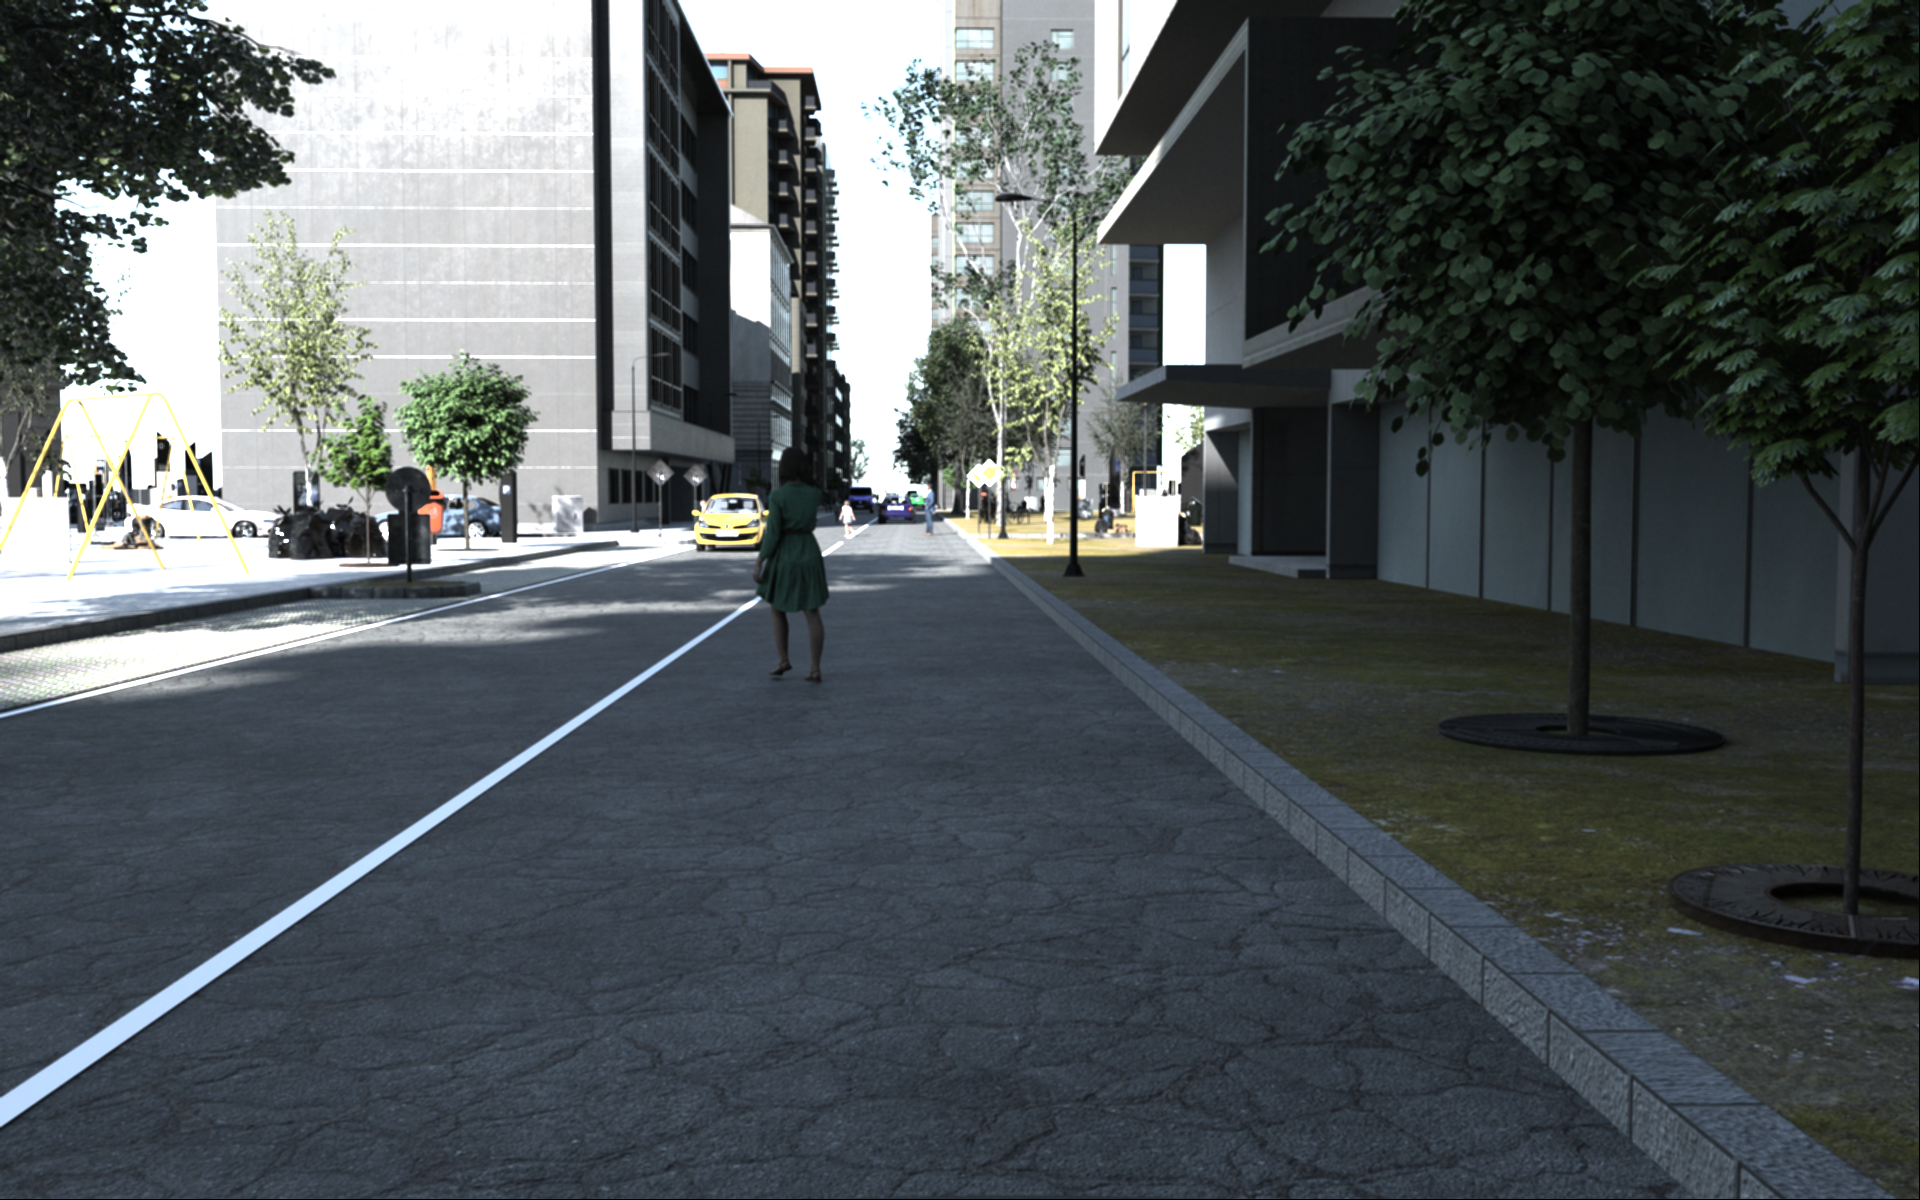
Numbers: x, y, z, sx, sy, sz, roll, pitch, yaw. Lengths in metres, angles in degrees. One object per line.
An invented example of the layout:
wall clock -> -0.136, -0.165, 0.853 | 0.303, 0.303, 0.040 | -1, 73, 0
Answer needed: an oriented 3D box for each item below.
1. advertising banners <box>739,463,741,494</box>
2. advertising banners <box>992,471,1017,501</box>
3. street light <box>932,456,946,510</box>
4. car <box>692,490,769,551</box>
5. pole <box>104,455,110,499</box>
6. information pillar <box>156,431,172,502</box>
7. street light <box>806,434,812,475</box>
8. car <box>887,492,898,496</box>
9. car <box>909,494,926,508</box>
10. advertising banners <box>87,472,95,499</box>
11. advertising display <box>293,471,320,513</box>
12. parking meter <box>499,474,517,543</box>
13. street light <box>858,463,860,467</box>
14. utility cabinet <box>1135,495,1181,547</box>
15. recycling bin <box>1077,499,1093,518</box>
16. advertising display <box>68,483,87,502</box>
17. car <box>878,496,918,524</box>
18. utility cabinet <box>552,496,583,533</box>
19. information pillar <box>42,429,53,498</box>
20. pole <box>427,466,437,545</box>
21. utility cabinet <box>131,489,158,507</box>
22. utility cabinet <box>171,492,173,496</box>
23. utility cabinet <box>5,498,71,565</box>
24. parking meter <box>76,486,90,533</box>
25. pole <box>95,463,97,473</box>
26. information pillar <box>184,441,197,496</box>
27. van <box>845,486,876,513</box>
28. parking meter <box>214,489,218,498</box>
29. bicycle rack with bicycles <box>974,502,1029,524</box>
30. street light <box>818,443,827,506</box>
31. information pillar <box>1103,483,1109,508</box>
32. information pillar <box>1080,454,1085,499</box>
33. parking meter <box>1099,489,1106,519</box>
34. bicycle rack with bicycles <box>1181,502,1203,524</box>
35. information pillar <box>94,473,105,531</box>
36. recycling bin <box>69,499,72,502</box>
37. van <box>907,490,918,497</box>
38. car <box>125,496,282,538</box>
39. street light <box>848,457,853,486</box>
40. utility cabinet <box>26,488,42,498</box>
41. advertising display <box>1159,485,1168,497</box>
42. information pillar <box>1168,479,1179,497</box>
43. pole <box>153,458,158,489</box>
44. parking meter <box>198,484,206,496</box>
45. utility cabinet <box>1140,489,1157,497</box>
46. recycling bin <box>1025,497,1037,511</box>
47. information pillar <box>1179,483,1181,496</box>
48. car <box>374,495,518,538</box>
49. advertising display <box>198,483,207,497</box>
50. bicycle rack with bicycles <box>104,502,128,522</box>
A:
advertising banners -> -11.046, -5.544, 86.826 | 0.090, 3.025, 2.074 | 0, 4, -8
advertising banners -> 3.382, -8.254, 131.142 | 2.074, 3.025, 0.090 | 2, 4, 26
street light -> -1.811, -10.287, 140.733 | 1.470, 5.913, 1.316 | 0, 4, -2
car -> -5.807, -2.099, 44.540 | 2.015, 1.641, 3.980 | 0, 4, -2
pole -> -45.036, -5.971, 91.465 | 0.158, 3.312, 0.155 | 0, 3, 0
information pillar -> -29.491, -4.453, 64.155 | 0.183, 3.616, 0.504 | 3, 5, 41
street light -> -12.288, -9.876, 134.011 | 1.470, 5.913, 1.316 | 0, 4, -2
car -> -11.373, -17.152, 289.100 | 2.281, 1.827, 5.304 | 0, 4, -3
car -> -4.477, -10.387, 178.625 | 1.959, 1.807, 4.718 | 0, 4, -3
advertising banners -> -64.798, -8.092, 128.498 | 2.074, 3.025, 0.090 | -3, 5, -44
advertising display -> -18.519, -2.685, 49.114 | 0.123, 1.923, 0.974 | 1, 4, 18
parking meter -> -11.803, -2.419, 45.258 | 0.399, 1.863, 0.255 | 1, 4, 12
street light -> -15.720, -17.697, 261.886 | 1.470, 5.913, 1.316 | 0, 4, -2
utility cabinet -> 4.824, -1.912, 42.422 | 1.020, 1.237, 0.306 | -1, 4, -17
recycling bin -> 6.621, -4.840, 91.693 | 0.722, 1.027, 0.722 | 1, 4, 17
advertising display -> -50.851, -5.789, 99.864 | 0.974, 1.923, 0.123 | -1, 4, -12
car -> -3.046, -4.372, 84.062 | 1.945, 1.354, 3.894 | 0, 4, 0
utility cabinet -> -12.932, -2.813, 57.150 | 0.306, 1.237, 1.020 | 3, 5, 42
information pillar -> -32.851, -4.343, 62.363 | 0.504, 3.616, 0.183 | 2, 4, 33
pole -> -13.258, -3.034, 43.452 | 0.158, 3.312, 0.155 | 0, 3, 0
utility cabinet -> -32.410, -3.699, 69.155 | 1.173, 1.500, 0.318 | 0, 4, -3
utility cabinet -> -49.991, -6.107, 108.523 | 1.173, 1.500, 0.318 | -3, 4, -36
utility cabinet -> -16.829, -1.252, 31.624 | 1.020, 1.237, 0.306 | -2, 4, -32
parking meter -> -28.833, -2.969, 56.949 | 0.372, 1.533, 0.369 | 0, 3, 0
pole -> -57.365, -7.418, 115.126 | 0.158, 3.312, 0.155 | 0, 3, 0
information pillar -> -33.720, -5.177, 75.997 | 0.504, 3.616, 0.183 | 0, 4, -7
van -> -7.413, -7.668, 129.754 | 2.240, 2.365, 5.245 | 0, 4, -2
parking meter -> -37.392, -4.824, 87.286 | 0.372, 1.533, 0.369 | 0, 3, 0
bicycle rack with bicycles -> 1.740, -3.781, 75.205 | 2.852, 0.926, 2.925 | 1, 4, 18
street light -> -12.898, -11.254, 156.536 | 1.470, 5.913, 1.316 | 0, 4, -2
information pillar -> 9.913, -6.894, 117.205 | 0.304, 2.012, 0.304 | -3, 5, -44
information pillar -> 7.202, -6.764, 101.953 | 0.183, 3.616, 0.504 | -2, 4, -24
parking meter -> 7.476, -5.040, 90.813 | 0.372, 1.533, 0.369 | 0, 3, 0
bicycle rack with bicycles -> 9.477, -3.828, 75.971 | 2.852, 0.926, 2.925 | 0, 4, 5
information pillar -> -30.062, -3.426, 60.502 | 0.304, 2.012, 0.304 | -2, 4, -27
recycling bin -> -48.227, -4.936, 93.265 | 0.722, 1.027, 0.722 | -2, 4, -31
van -> -7.817, -17.035, 282.904 | 2.240, 2.365, 5.245 | 0, 4, -2
car -> -23.295, -2.529, 53.714 | 4.827, 1.381, 2.083 | 0, 4, 0
street light -> -14.476, -14.942, 216.837 | 1.470, 5.913, 1.316 | 0, 4, -2
utility cabinet -> -33.849, -3.308, 62.769 | 1.173, 1.500, 0.318 | 1, 4, 16
advertising display -> 14.724, -7.310, 124.727 | 0.123, 1.923, 0.974 | -2, 4, -34
information pillar -> 10.672, -5.057, 87.180 | 0.304, 2.012, 0.304 | 3, 5, 43
pole -> -44.922, -6.297, 96.806 | 0.158, 3.312, 0.155 | 0, 3, 0
parking meter -> -41.346, -5.423, 94.376 | 0.255, 1.863, 0.399 | 3, 5, 43
utility cabinet -> 8.811, -4.418, 80.912 | 0.318, 1.500, 1.173 | 2, 4, 34
recycling bin -> 5.425, -7.323, 132.279 | 0.722, 1.027, 0.722 | 2, 4, 28
information pillar -> 13.997, -6.452, 109.989 | 0.304, 2.012, 0.304 | 3, 4, 38
car -> -16.146, -2.576, 54.114 | 4.499, 1.417, 2.014 | 0, 4, 0
advertising display -> -43.495, -5.712, 98.604 | 0.123, 1.923, 0.974 | 2, 4, 34
bicycle rack with bicycles -> -38.065, -4.038, 79.403 | 2.852, 0.926, 2.925 | 1, 4, 21
